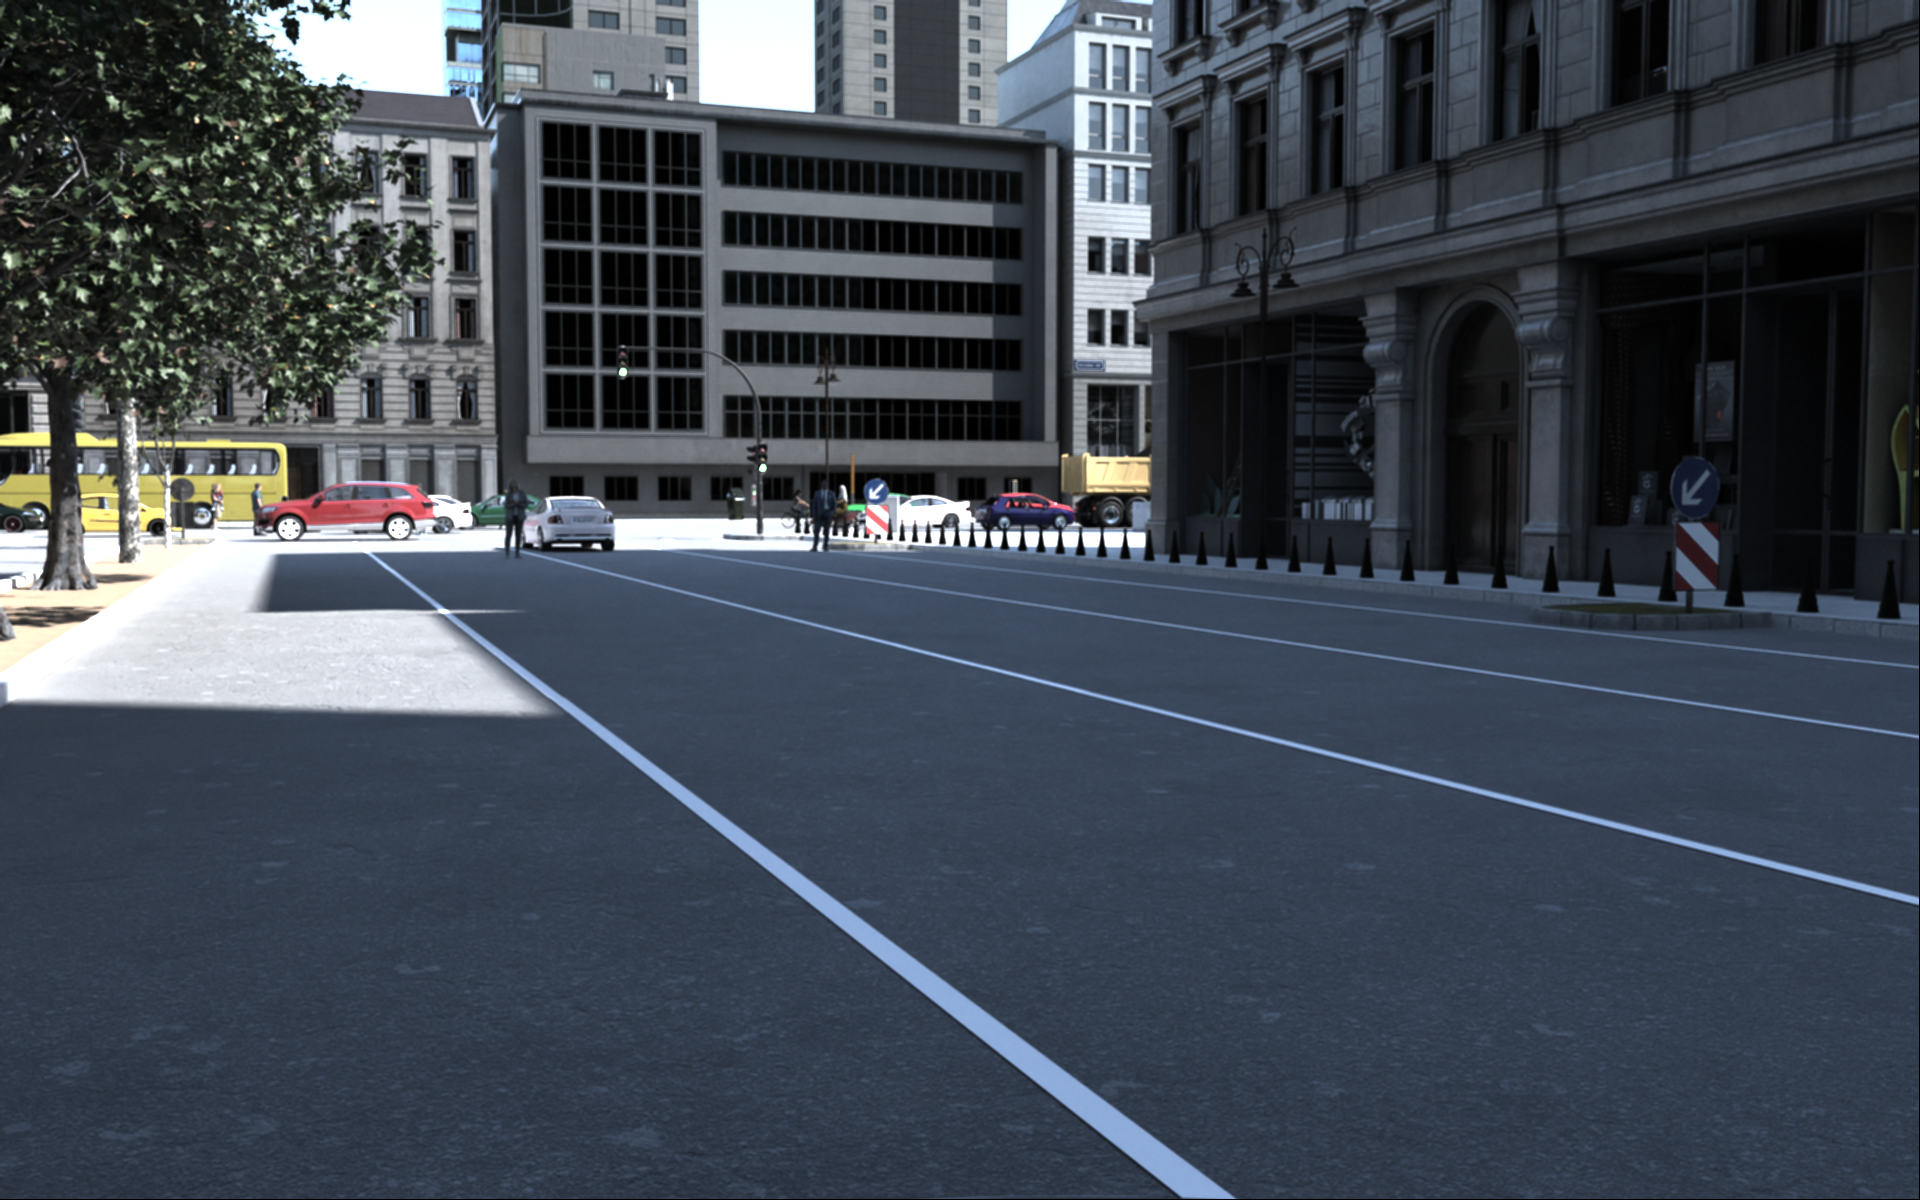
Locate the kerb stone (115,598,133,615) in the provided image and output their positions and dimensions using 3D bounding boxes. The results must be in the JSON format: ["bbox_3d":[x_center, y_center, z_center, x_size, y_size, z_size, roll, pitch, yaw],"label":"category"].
[{"bbox_3d":[-9.864,0.112,20.371,0.120,0.150,1.000,-1,4,-21],"label":"kerb stone"}]

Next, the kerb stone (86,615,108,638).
[{"bbox_3d":[-8.751,0.288,17.486,0.120,0.150,1.000,-1,4,-21],"label":"kerb stone"}]

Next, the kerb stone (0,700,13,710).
[{"bbox_3d":[-6.520,0.641,11.709,0.120,0.150,1.000,-1,4,-21],"label":"kerb stone"}]

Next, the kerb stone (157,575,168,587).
[{"bbox_3d":[-12.086,-0.239,26.122,0.120,0.150,1.000,-1,4,-21],"label":"kerb stone"}]

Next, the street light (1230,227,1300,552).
[{"bbox_3d":[5.287,-3.513,30.232,0.468,5.910,1.993,-1,4,-21],"label":"street light"}]

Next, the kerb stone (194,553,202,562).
[{"bbox_3d":[-15.794,-0.820,35.734,0.120,0.150,1.000,-1,4,-21],"label":"kerb stone"}]

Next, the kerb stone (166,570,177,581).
[{"bbox_3d":[-12.824,-0.355,28.038,0.120,0.150,1.000,-1,4,-21],"label":"kerb stone"}]

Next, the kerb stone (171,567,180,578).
[{"bbox_3d":[-13.198,-0.416,28.994,0.120,0.150,1.000,-1,4,-21],"label":"kerb stone"}]

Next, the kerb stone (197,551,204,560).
[{"bbox_3d":[-16.161,-0.887,36.697,0.120,0.150,1.000,-1,4,-21],"label":"kerb stone"}]

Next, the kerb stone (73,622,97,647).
[{"bbox_3d":[-8.382,0.347,16.528,0.120,0.150,1.000,-1,4,-21],"label":"kerb stone"}]

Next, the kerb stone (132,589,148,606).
[{"bbox_3d":[-10.596,-0.005,22.289,0.120,0.150,1.000,-1,4,-21],"label":"kerb stone"}]

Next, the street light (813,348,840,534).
[{"bbox_3d":[-4.211,-5.020,54.868,0.468,5.910,1.993,-1,4,-21],"label":"street light"}]

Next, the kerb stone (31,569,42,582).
[{"bbox_3d":[-15.148,-0.369,28.235,0.120,0.150,1.000,-1,4,-21],"label":"kerb stone"}]

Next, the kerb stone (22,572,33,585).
[{"bbox_3d":[-14.780,-0.311,27.276,0.120,0.150,1.000,-1,4,-21],"label":"kerb stone"}]

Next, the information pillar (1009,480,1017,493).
[{"bbox_3d":[2.818,-5.327,91.588,0.304,2.012,0.304,3,5,43],"label":"information pillar"}]

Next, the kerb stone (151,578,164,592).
[{"bbox_3d":[-11.708,-0.179,25.168,0.120,0.150,1.000,-1,4,-21],"label":"kerb stone"}]

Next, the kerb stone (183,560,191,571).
[{"bbox_3d":[-14.301,-0.592,31.880,0.120,0.150,1.000,-1,4,-21],"label":"kerb stone"}]

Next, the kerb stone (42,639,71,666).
[{"bbox_3d":[-7.644,0.466,14.601,0.120,0.150,1.000,-1,4,-21],"label":"kerb stone"}]

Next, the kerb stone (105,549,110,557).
[{"bbox_3d":[-19.232,-1.016,38.806,0.120,0.150,1.000,-1,4,-21],"label":"kerb stone"}]

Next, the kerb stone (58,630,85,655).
[{"bbox_3d":[-8.014,0.406,15.566,0.120,0.150,1.000,-1,4,-21],"label":"kerb stone"}]

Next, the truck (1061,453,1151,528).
[{"bbox_3d":[9.326,-4.836,74.992,9.791,3.379,3.469,-1,4,-20],"label":"truck"}]

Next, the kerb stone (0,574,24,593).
[{"bbox_3d":[-14.405,-0.252,26.310,0.120,0.150,1.000,-1,4,-21],"label":"kerb stone"}]

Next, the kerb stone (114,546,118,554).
[{"bbox_3d":[-19.969,-1.128,40.724,0.120,0.150,1.000,-1,4,-21],"label":"kerb stone"}]

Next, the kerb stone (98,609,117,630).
[{"bbox_3d":[-9.125,0.230,18.455,0.120,0.150,1.000,-1,4,-21],"label":"kerb stone"}]

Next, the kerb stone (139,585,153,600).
[{"bbox_3d":[-10.979,-0.062,23.248,0.120,0.150,1.000,-1,4,-21],"label":"kerb stone"}]

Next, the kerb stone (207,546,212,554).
[{"bbox_3d":[-17.646,-1.122,40.535,0.120,0.150,1.000,-1,4,-21],"label":"kerb stone"}]

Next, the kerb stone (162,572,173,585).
[{"bbox_3d":[-12.450,-0.299,27.082,0.120,0.150,1.000,-1,4,-21],"label":"kerb stone"}]

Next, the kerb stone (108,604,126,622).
[{"bbox_3d":[-9.495,0.175,19.413,0.120,0.150,1.000,-1,4,-21],"label":"kerb stone"}]

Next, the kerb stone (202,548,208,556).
[{"bbox_3d":[-16.906,-1.004,38.618,0.120,0.150,1.000,-1,4,-21],"label":"kerb stone"}]

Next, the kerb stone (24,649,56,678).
[{"bbox_3d":[-7.271,0.524,13.633,0.120,0.150,1.000,-1,4,-21],"label":"kerb stone"}]

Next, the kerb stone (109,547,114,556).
[{"bbox_3d":[-19.598,-1.074,39.767,0.120,0.150,1.000,-1,4,-21],"label":"kerb stone"}]

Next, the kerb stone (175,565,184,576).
[{"bbox_3d":[-13.559,-0.470,29.955,0.120,0.150,1.000,-1,4,-21],"label":"kerb stone"}]

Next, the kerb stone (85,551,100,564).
[{"bbox_3d":[-18.489,-0.899,36.892,0.120,0.150,1.000,-1,4,-21],"label":"kerb stone"}]

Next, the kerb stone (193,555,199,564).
[{"bbox_3d":[-15.425,-0.766,34.776,0.120,0.150,1.000,-1,4,-21],"label":"kerb stone"}]

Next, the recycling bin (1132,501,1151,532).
[{"bbox_3d":[6.324,-2.868,59.444,0.722,1.027,0.722,1,4,14],"label":"recycling bin"}]

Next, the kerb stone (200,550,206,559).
[{"bbox_3d":[-16.534,-0.946,37.661,0.120,0.150,1.000,-1,4,-21],"label":"kerb stone"}]

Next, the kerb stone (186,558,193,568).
[{"bbox_3d":[-14.682,-0.651,32.846,0.120,0.150,1.000,-1,4,-21],"label":"kerb stone"}]

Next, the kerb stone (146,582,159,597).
[{"bbox_3d":[-11.339,-0.123,24.210,0.120,0.150,1.000,-1,4,-21],"label":"kerb stone"}]

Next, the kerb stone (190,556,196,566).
[{"bbox_3d":[-15.052,-0.708,33.812,0.120,0.150,1.000,-1,4,-21],"label":"kerb stone"}]

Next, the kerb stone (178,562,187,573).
[{"bbox_3d":[-13.938,-0.533,30.913,0.120,0.150,1.000,-1,4,-21],"label":"kerb stone"}]

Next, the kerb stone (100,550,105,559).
[{"bbox_3d":[-18.860,-0.956,37.849,0.120,0.150,1.000,-1,4,-21],"label":"kerb stone"}]

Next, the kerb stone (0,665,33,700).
[{"bbox_3d":[-6.894,0.582,12.679,0.120,0.150,1.000,-1,4,-21],"label":"kerb stone"}]

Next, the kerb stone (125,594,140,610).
[{"bbox_3d":[-10.235,0.058,21.328,0.120,0.150,1.000,-1,4,-21],"label":"kerb stone"}]

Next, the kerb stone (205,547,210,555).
[{"bbox_3d":[-17.281,-1.063,39.574,0.120,0.150,1.000,-1,4,-21],"label":"kerb stone"}]

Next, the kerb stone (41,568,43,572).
[{"bbox_3d":[-15.524,-0.428,29.190,0.120,0.150,1.000,-1,4,-21],"label":"kerb stone"}]
